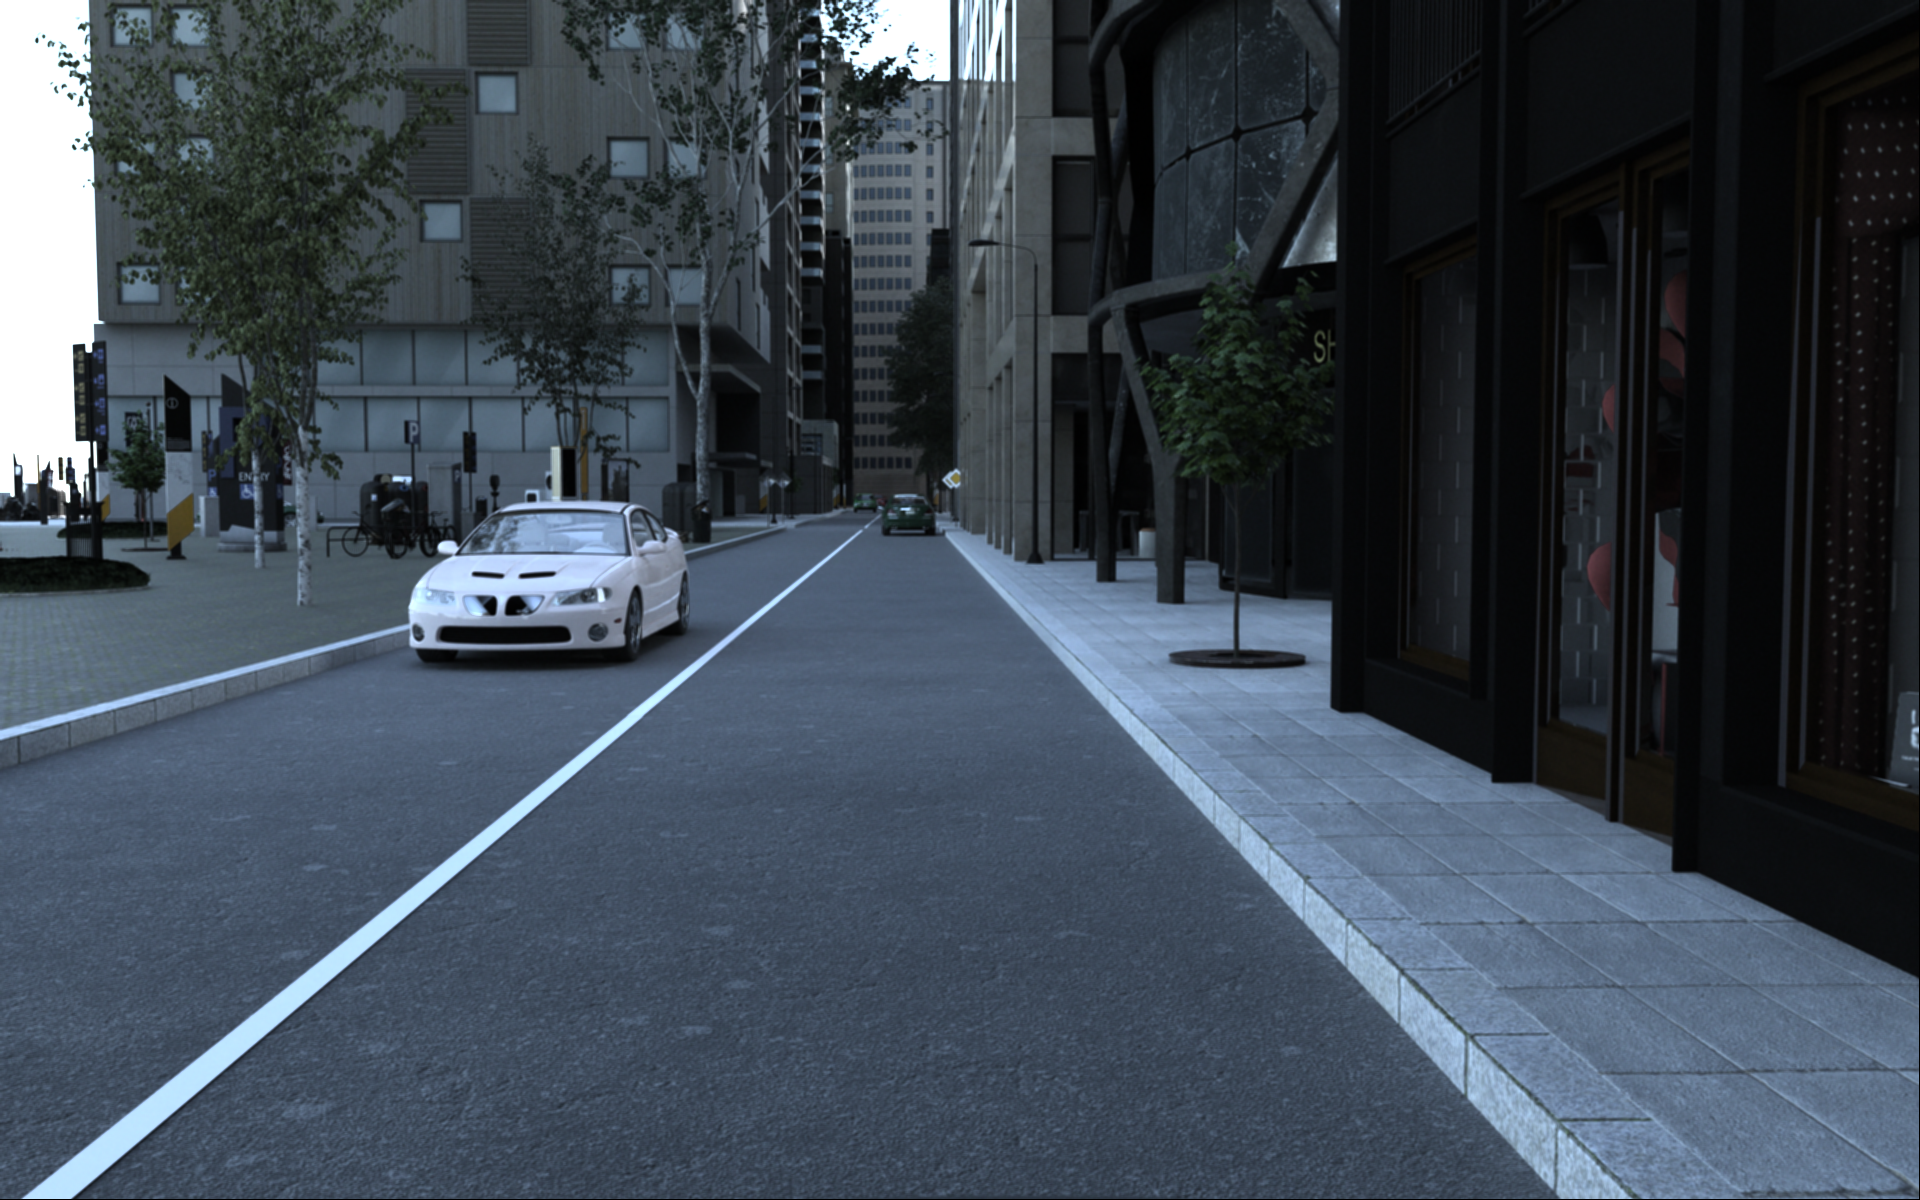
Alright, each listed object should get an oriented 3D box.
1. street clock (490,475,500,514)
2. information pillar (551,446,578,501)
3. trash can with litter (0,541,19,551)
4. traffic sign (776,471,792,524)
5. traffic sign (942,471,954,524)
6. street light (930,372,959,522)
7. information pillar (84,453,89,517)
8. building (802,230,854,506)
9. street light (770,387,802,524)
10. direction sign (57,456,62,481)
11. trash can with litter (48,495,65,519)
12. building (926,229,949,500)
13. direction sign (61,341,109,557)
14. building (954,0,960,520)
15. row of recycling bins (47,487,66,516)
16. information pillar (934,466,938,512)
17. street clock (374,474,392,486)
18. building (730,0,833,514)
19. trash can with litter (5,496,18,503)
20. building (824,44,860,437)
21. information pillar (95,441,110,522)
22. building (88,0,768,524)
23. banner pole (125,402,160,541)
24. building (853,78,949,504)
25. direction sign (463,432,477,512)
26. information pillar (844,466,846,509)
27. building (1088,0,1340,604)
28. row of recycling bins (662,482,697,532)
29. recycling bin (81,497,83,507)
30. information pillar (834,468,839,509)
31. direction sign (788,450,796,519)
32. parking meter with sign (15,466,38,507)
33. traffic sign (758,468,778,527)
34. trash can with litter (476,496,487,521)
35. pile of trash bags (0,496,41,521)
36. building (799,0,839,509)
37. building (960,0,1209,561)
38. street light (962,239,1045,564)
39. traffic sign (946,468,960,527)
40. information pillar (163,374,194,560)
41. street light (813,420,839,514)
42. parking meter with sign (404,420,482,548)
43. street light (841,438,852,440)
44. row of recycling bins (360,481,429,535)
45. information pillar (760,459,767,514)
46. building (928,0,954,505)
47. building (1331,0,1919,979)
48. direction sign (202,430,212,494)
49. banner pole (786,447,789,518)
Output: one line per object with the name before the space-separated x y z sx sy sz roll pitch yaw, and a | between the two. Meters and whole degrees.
street clock | -17.722 -3.758 66.011 0.358 2.002 0.471 0 4 3
information pillar | -6.129 -1.369 26.879 0.304 2.012 0.304 -3 5 -41
trash can with litter | -22.474 -1.699 38.830 2.233 1.210 1.678 -1 4 -18
traffic sign | -7.638 -4.349 74.742 0.795 2.450 0.064 0 4 -2
traffic sign | -0.397 -4.361 74.945 0.795 2.450 0.064 0 4 -2
street light | -0.290 -5.726 66.166 1.470 5.913 1.316 0 4 -2
information pillar | -49.501 -6.530 98.117 0.183 3.616 0.504 -2 4 -26
building | -18.835 -25.426 187.417 14.160 30.474 14.107 0 4 -2
street light | -7.534 -6.265 74.977 1.470 5.913 1.316 0 4 -2
direction sign | -53.686 -6.850 103.987 0.876 3.537 0.379 0 4 -2
trash can with litter | -47.106 -4.784 89.276 1.678 1.210 2.233 1 4 20
building | 3.772 -25.598 190.222 14.160 30.474 14.107 0 4 -2
direction sign | -12.990 -2.075 25.925 0.876 3.537 0.379 2 4 34
building | 14.038 -33.046 82.307 28.212 58.520 21.231 0 4 -2
row of recycling bins | -53.109 -5.781 101.638 1.069 1.692 3.534 -1 4 -20
information pillar | -1.717 -8.044 122.873 0.183 3.616 0.504 -3 4 -36
street clock | -21.115 -3.583 63.152 0.358 2.002 0.471 2 4 25
building | -19.236 -41.557 117.703 20.563 71.187 20.611 0 4 -2
trash can with litter | -50.498 -4.942 92.191 0.624 1.170 1.055 -2 4 -30
building | -26.235 -37.968 210.016 27.495 52.752 28.713 0 4 -2
information pillar | -31.727 -4.447 64.065 0.183 3.616 0.504 2 4 24
building | -23.828 -30.390 86.116 28.713 52.752 27.495 0 4 -2
banner pole | -22.113 -3.472 46.790 0.401 3.779 0.863 3 5 41
building | -8.355 -42.881 243.104 28.212 58.520 21.231 0 4 -2
direction sign | -17.885 -4.359 63.261 0.379 3.537 0.876 1 4 14
information pillar | -9.671 -9.405 145.133 0.183 3.616 0.504 -1 4 -13
building | 10.128 -9.578 24.050 16.820 18.784 16.811 0 4 -2
row of recycling bins | -9.575 -3.251 60.265 1.069 1.692 3.534 -2 4 -25
recycling bin | -67.531 -7.434 134.094 0.722 1.027 0.722 0 3 0
information pillar | -10.583 -9.598 148.284 0.504 3.616 0.183 -1 4 -11
direction sign | -8.694 -5.966 89.543 0.379 3.537 0.876 -1 4 -16
parking meter with sign | -58.622 -6.916 109.345 0.543 3.016 1.738 2 4 26
traffic sign | -7.391 -3.860 66.761 0.795 2.450 0.064 0 4 -2
trash can with litter | -16.209 -2.989 59.923 1.678 1.210 2.233 2 4 25
pile of trash bags | -45.200 -4.386 81.462 1.912 1.369 3.447 2 4 26
building | -22.584 -52.012 163.068 22.319 86.520 31.000 0 4 -2
building | 10.107 -14.986 49.543 19.350 26.468 34.151 0 4 -2
street light | 0.843 -3.621 31.750 1.470 5.913 1.316 0 4 -2
traffic sign | -0.149 -3.873 66.964 0.795 2.450 0.064 0 4 -2
information pillar | -15.347 -2.608 33.997 0.504 3.616 0.183 -2 4 -32
street light | -8.589 -8.363 109.272 1.470 5.913 1.316 0 4 -2
parking meter with sign | -12.211 -2.739 41.049 1.738 3.016 0.543 1 4 13
street light | -9.652 -10.460 143.566 1.470 5.913 1.316 0 4 -2
row of recycling bins | -17.797 -2.992 56.035 1.069 1.692 3.534 3 4 37
information pillar | -12.434 -7.221 109.418 0.504 3.616 0.183 -1 4 -9
building | 7.176 -44.862 171.749 20.563 71.187 20.611 0 4 -2
building | 8.613 -10.538 1.976 12.332 23.373 15.834 0 4 -2
direction sign | -26.907 -4.280 61.980 0.379 3.537 0.876 -3 5 -45
banner pole | -9.080 -6.188 91.187 0.401 3.779 0.863 0 4 -4
